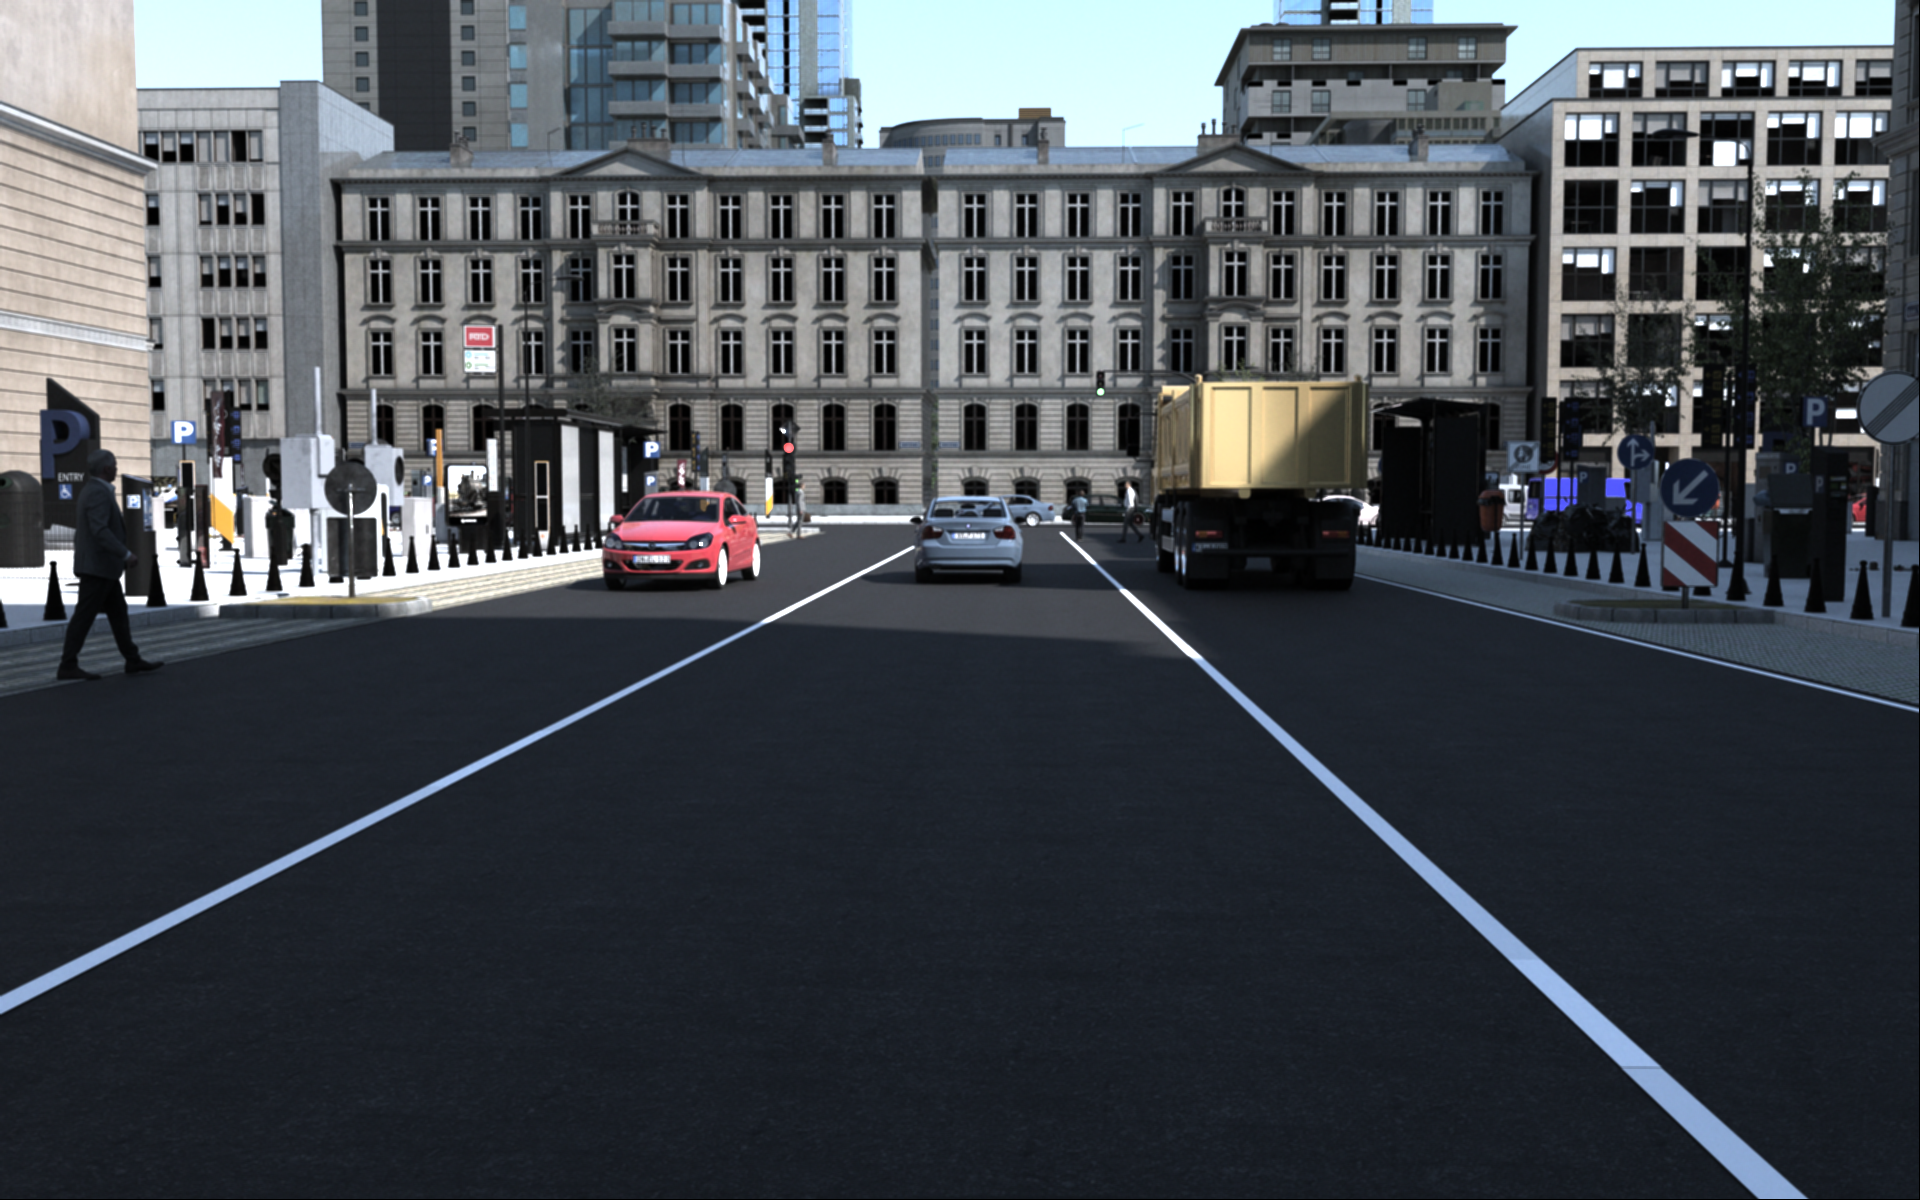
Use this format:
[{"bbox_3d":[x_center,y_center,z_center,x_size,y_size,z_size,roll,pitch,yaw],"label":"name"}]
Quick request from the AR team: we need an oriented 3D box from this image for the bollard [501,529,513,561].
[{"bbox_3d":[-8.704,-1.055,33.283,0.229,0.601,0.229,0,3,0],"label":"bollard"}]

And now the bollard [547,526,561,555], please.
[{"bbox_3d":[-8.594,-1.245,36.403,0.229,0.601,0.229,0,3,0],"label":"bollard"}]

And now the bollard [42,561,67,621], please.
[{"bbox_3d":[-9.236,-0.099,17.658,0.229,0.601,0.229,0,3,0],"label":"bollard"}]

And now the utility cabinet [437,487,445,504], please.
[{"bbox_3d":[-15.434,-2.725,53.228,1.173,1.500,0.318,-3,4,-38],"label":"utility cabinet"}]

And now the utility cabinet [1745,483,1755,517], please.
[{"bbox_3d":[16.728,-1.660,35.812,0.318,1.500,1.173,-3,5,-42],"label":"utility cabinet"}]

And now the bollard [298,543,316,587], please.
[{"bbox_3d":[-9.022,-0.481,23.907,0.229,0.601,0.229,0,3,0],"label":"bollard"}]

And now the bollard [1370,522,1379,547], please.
[{"bbox_3d":[10.077,-1.571,41.733,0.229,0.601,0.229,0,3,0],"label":"bollard"}]

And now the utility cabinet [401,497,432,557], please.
[{"bbox_3d":[-11.171,-1.498,35.656,0.306,1.237,1.020,0,4,3],"label":"utility cabinet"}]

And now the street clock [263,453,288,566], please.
[{"bbox_3d":[-12.198,-1.618,31.026,0.471,2.002,0.358,1,4,9],"label":"street clock"}]

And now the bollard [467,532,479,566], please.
[{"bbox_3d":[-8.776,-0.926,31.185,0.229,0.601,0.229,0,3,0],"label":"bollard"}]

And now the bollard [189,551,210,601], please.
[{"bbox_3d":[-9.128,-0.290,20.776,0.229,0.601,0.229,0,3,0],"label":"bollard"}]

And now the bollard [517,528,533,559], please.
[{"bbox_3d":[-8.667,-1.119,34.332,0.229,0.601,0.229,0,3,0],"label":"bollard"}]

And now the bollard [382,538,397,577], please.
[{"bbox_3d":[-8.916,-0.672,27.031,0.229,0.601,0.229,0,3,0],"label":"bollard"}]

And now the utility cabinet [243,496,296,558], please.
[{"bbox_3d":[-14.114,-1.483,35.409,0.306,1.237,1.020,2,4,35],"label":"utility cabinet"}]

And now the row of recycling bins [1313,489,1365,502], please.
[{"bbox_3d":[19.889,-5.177,91.757,1.069,1.692,3.534,-3,5,-44],"label":"row of recycling bins"}]

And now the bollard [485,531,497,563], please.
[{"bbox_3d":[-8.739,-0.991,32.240,0.229,0.601,0.229,0,3,0],"label":"bollard"}]

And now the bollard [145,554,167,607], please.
[{"bbox_3d":[-9.167,-0.226,19.741,0.229,0.601,0.229,0,3,0],"label":"bollard"}]

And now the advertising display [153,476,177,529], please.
[{"bbox_3d":[-29.065,-3.569,63.559,0.974,1.923,0.123,-1,4,-14],"label":"advertising display"}]

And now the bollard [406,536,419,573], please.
[{"bbox_3d":[-8.881,-0.736,28.067,0.229,0.601,0.229,0,3,0],"label":"bollard"}]

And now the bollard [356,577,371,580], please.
[{"bbox_3d":[-8.954,-0.609,25.996,0.229,0.601,0.229,0,3,0],"label":"bollard"}]

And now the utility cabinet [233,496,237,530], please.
[{"bbox_3d":[-25.608,-3.068,61.320,1.020,1.237,0.306,-3,4,-39],"label":"utility cabinet"}]

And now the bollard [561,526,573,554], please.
[{"bbox_3d":[-8.565,-1.309,37.439,0.229,0.601,0.229,0,3,0],"label":"bollard"}]

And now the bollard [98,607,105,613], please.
[{"bbox_3d":[-9.198,-0.162,18.694,0.229,0.601,0.229,0,3,0],"label":"bollard"}]

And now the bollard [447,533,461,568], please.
[{"bbox_3d":[-8.812,-0.863,30.149,0.229,0.601,0.229,0,3,0],"label":"bollard"}]

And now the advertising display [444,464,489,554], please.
[{"bbox_3d":[-10.547,-1.947,37.041,0.123,1.923,0.974,3,5,45],"label":"advertising display"}]

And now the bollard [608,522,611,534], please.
[{"bbox_3d":[-8.417,-1.563,41.601,0.229,0.601,0.229,0,3,0],"label":"bollard"}]

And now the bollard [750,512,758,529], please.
[{"bbox_3d":[-7.631,-2.966,64.536,0.229,0.601,0.229,0,3,0],"label":"bollard"}]

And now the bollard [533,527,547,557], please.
[{"bbox_3d":[-8.632,-1.182,35.368,0.229,0.601,0.229,0,3,0],"label":"bollard"}]

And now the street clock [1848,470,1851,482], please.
[{"bbox_3d":[23.730,-2.579,46.734,0.471,2.002,0.358,-1,4,-16],"label":"street clock"}]

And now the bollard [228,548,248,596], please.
[{"bbox_3d":[-9.100,-0.353,21.817,0.229,0.601,0.229,0,3,0],"label":"bollard"}]

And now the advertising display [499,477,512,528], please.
[{"bbox_3d":[-16.993,-3.616,64.328,0.974,1.923,0.123,3,4,39],"label":"advertising display"}]

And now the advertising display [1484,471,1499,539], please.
[{"bbox_3d":[14.853,-2.675,48.955,0.974,1.923,0.123,-2,4,-32],"label":"advertising display"}]

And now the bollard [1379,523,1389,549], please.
[{"bbox_3d":[10.040,-1.507,40.677,0.229,0.601,0.229,0,3,0],"label":"bollard"}]

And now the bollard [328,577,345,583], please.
[{"bbox_3d":[-8.989,-0.545,24.947,0.229,0.601,0.229,0,3,0],"label":"bollard"}]

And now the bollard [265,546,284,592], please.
[{"bbox_3d":[-9.061,-0.418,22.868,0.229,0.601,0.229,0,3,0],"label":"bollard"}]

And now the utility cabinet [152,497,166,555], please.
[{"bbox_3d":[-17.002,-1.546,36.444,0.306,1.237,1.020,-1,4,-12],"label":"utility cabinet"}]

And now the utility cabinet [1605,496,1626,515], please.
[{"bbox_3d":[17.154,-2.111,45.669,1.020,1.237,0.306,-3,4,-38],"label":"utility cabinet"}]

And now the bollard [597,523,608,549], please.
[{"bbox_3d":[-8.456,-1.500,40.566,0.229,0.601,0.229,0,3,0],"label":"bollard"}]

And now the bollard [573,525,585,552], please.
[{"bbox_3d":[-8.524,-1.372,38.474,0.229,0.601,0.229,0,3,0],"label":"bollard"}]

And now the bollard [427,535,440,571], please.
[{"bbox_3d":[-8.849,-0.800,29.113,0.229,0.601,0.229,0,3,0],"label":"bollard"}]

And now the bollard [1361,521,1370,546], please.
[{"bbox_3d":[10.112,-1.635,42.769,0.229,0.601,0.229,0,3,0],"label":"bollard"}]

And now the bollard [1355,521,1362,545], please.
[{"bbox_3d":[10.146,-1.698,43.804,0.229,0.601,0.229,0,3,0],"label":"bollard"}]

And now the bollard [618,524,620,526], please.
[{"bbox_3d":[-8.381,-1.627,42.636,0.229,0.601,0.229,0,3,0],"label":"bollard"}]

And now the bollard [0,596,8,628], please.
[{"bbox_3d":[-9.273,-0.036,16.622,0.229,0.601,0.229,0,3,0],"label":"bollard"}]

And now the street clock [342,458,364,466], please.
[{"bbox_3d":[-12.216,-1.857,34.929,0.471,2.002,0.358,-3,4,-37],"label":"street clock"}]

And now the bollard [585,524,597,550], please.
[{"bbox_3d":[-8.487,-1.436,39.517,0.229,0.601,0.229,0,3,0],"label":"bollard"}]

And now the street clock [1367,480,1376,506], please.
[{"bbox_3d":[20.619,-5.037,86.918,0.471,2.002,0.358,2,4,29],"label":"street clock"}]
